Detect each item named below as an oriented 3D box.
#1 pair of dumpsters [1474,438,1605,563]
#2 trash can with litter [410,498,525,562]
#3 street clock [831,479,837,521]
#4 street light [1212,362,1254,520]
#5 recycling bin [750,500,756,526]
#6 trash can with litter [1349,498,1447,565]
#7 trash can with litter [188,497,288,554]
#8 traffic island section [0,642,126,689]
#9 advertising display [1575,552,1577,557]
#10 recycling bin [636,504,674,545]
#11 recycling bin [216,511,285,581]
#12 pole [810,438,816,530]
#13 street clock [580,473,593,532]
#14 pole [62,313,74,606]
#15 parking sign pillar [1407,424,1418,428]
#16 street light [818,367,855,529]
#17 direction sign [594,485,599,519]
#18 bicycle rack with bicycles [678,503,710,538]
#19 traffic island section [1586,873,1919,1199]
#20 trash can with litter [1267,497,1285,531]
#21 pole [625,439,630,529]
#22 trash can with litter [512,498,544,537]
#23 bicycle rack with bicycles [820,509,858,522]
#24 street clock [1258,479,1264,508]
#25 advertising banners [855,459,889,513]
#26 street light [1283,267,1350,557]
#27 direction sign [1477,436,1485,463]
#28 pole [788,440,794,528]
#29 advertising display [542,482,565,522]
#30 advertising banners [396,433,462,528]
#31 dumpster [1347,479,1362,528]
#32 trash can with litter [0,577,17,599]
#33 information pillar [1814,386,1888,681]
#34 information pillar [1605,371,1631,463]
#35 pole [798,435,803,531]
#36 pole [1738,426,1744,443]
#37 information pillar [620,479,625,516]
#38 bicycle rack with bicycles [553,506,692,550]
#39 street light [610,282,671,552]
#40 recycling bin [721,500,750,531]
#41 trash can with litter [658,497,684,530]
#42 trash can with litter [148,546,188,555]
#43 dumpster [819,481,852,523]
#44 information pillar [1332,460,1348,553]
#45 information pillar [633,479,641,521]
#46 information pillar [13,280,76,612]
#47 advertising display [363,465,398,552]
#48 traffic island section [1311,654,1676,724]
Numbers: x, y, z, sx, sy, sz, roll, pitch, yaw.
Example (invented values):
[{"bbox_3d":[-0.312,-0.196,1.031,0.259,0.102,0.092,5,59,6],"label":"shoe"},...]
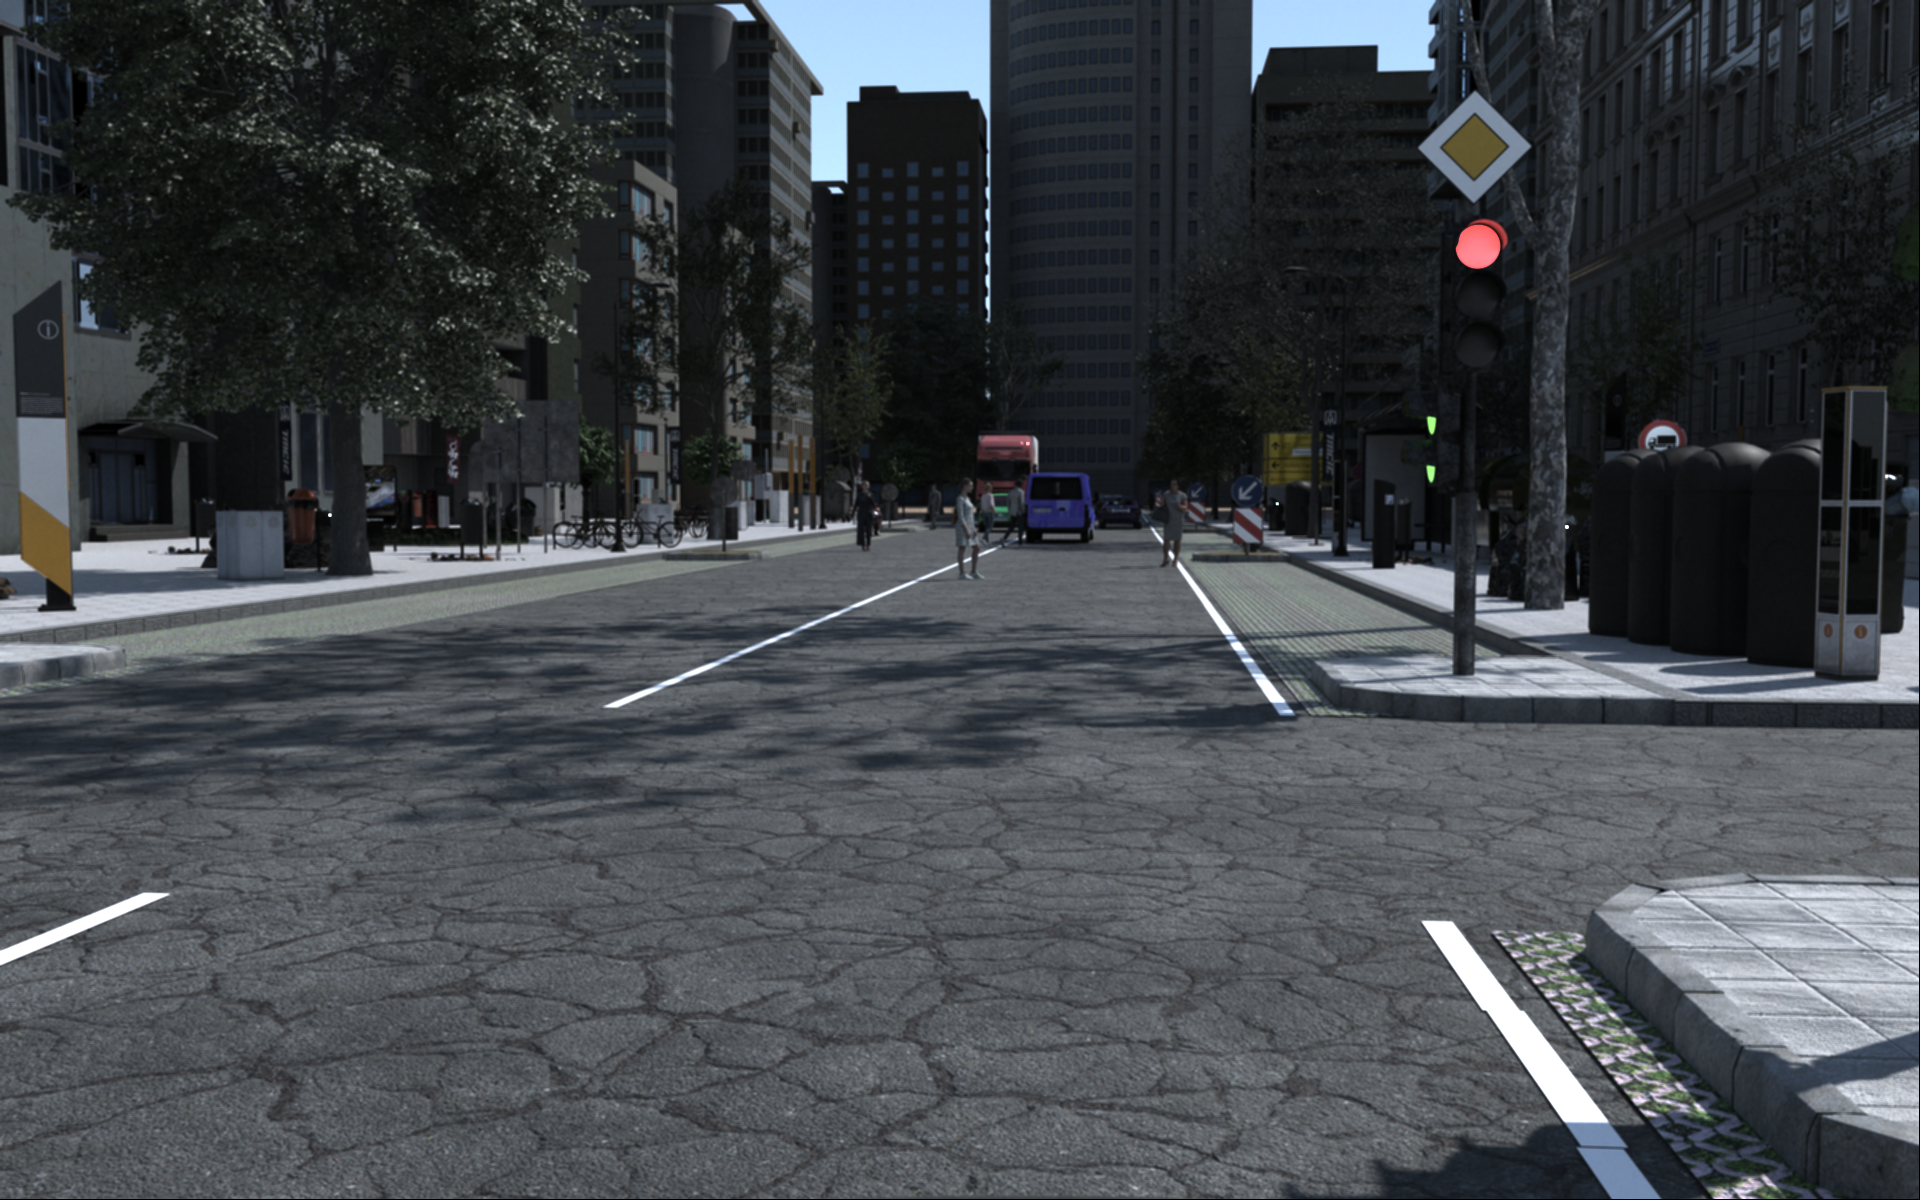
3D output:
[{"bbox_3d":[9.927,-1.697,30.248,1.574,2.255,4.437,0,4,5],"label":"pair of dumpsters"},{"bbox_3d":[-9.689,-1.379,33.606,2.233,1.210,1.678,2,4,30],"label":"trash can with litter"},{"bbox_3d":[-6.058,-4.798,83.022,0.358,2.002,0.471,-2,4,-28],"label":"street clock"},{"bbox_3d":[9.690,-5.387,60.623,1.470,5.913,1.316,0,4,5],"label":"street light"},{"bbox_3d":[-8.701,-3.534,70.341,0.722,1.027,0.722,0,4,1],"label":"recycling bin"},{"bbox_3d":[8.252,-1.296,32.242,1.678,1.210,2.233,0,4,1],"label":"trash can with litter"},{"bbox_3d":[-13.579,-1.398,33.914,1.678,1.210,2.233,3,5,42],"label":"trash can with litter"},{"bbox_3d":[-7.936,0.541,13.428,2.009,0.180,2.903,0,4,5],"label":"traffic island section"},{"bbox_3d":[12.408,-1.836,35.226,0.974,1.923,0.123,-2,4,-35],"label":"advertising display"},{"bbox_3d":[-7.809,-1.944,44.341,0.722,1.027,0.722,-3,5,-39],"label":"recycling bin"},{"bbox_3d":[-10.645,-0.821,25.980,0.722,1.027,0.722,3,5,40],"label":"recycling bin"},{"bbox_3d":[-5.324,-4.206,62.609,0.158,3.312,0.155,0,3,0],"label":"pole"},{"bbox_3d":[-12.567,-3.284,58.271,0.471,2.002,0.358,-1,4,-12],"label":"street clock"},{"bbox_3d":[-10.188,-1.573,19.566,0.158,3.312,0.155,0,3,0],"label":"pole"},{"bbox_3d":[16.928,-4.577,63.303,1.447,3.967,1.447,2,4,31],"label":"parking sign pillar"},{"bbox_3d":[-4.521,-5.565,63.527,1.470,5.913,1.316,0,4,5],"label":"street light"},{"bbox_3d":[-18.852,-5.991,89.948,0.379,3.537,0.876,0,4,1],"label":"direction sign"},{"bbox_3d":[-8.261,-2.311,51.168,2.852,0.926,2.925,3,5,43],"label":"bicycle rack with bicycles"},{"bbox_3d":[2.834,1.096,4.365,2.009,0.180,2.903,0,4,5],"label":"traffic island section"},{"bbox_3d":[11.127,-2.955,59.706,1.055,1.170,0.624,2,4,25],"label":"trash can with litter"},{"bbox_3d":[-12.306,-4.298,64.117,0.158,3.312,0.155,0,3,0],"label":"pole"},{"bbox_3d":[-12.980,-2.494,52.157,0.624,1.170,1.055,1,4,15],"label":"trash can with litter"},{"bbox_3d":[-5.798,-4.104,80.486,2.925,0.926,2.852,-1,4,-11],"label":"bicycle rack with bicycles"},{"bbox_3d":[14.869,-4.974,85.891,0.471,2.002,0.358,0,4,-6],"label":"street clock"},{"bbox_3d":[-4.369,-5.480,85.784,2.074,3.025,0.090,2,4,34],"label":"advertising banners"},{"bbox_3d":[7.319,-3.855,35.574,1.470,5.913,1.316,0,4,5],"label":"street light"},{"bbox_3d":[20.222,-4.619,67.510,0.379,3.537,0.876,-1,4,-9],"label":"direction sign"},{"bbox_3d":[-6.378,-4.379,65.433,0.158,3.312,0.155,0,3,0],"label":"pole"},{"bbox_3d":[-17.330,-4.198,73.850,0.974,1.923,0.123,0,4,7],"label":"advertising display"},{"bbox_3d":[-15.203,-3.263,49.540,2.074,3.025,0.090,-3,4,-38],"label":"advertising banners"},{"bbox_3d":[15.374,-3.683,65.972,1.264,1.857,1.865,0,4,5],"label":"dumpster"},{"bbox_3d":[-12.094,-0.597,21.150,1.055,1.170,0.624,0,4,0],"label":"trash can with litter"},{"bbox_3d":[6.159,-0.458,11.977,0.304,2.012,0.304,0,4,-7],"label":"information pillar"},{"bbox_3d":[12.564,-2.560,33.219,0.183,3.616,0.504,-1,4,-19],"label":"information pillar"},{"bbox_3d":[-5.487,-4.018,59.532,0.158,3.312,0.155,0,3,0],"label":"pole"},{"bbox_3d":[23.250,-3.535,51.641,0.158,3.312,0.155,0,3,0],"label":"pole"},{"bbox_3d":[-16.952,-5.050,87.066,0.304,2.012,0.304,2,4,35],"label":"information pillar"},{"bbox_3d":[-8.389,-1.680,40.847,2.925,0.926,2.852,1,4,20],"label":"bicycle rack with bicycles"},{"bbox_3d":[-7.038,-4.014,38.164,1.470,5.913,1.316,0,4,5],"label":"street light"},{"bbox_3d":[-7.941,-2.956,60.887,0.722,1.027,0.722,1,4,10],"label":"recycling bin"},{"bbox_3d":[-10.382,-3.112,62.264,1.055,1.170,0.624,0,4,-3],"label":"trash can with litter"},{"bbox_3d":[-16.508,-1.613,37.430,2.233,1.210,1.678,1,4,23],"label":"trash can with litter"},{"bbox_3d":[-5.617,-4.405,77.778,1.264,1.857,1.865,0,4,5],"label":"dumpster"},{"bbox_3d":[8.288,-2.036,37.789,0.304,2.012,0.304,1,4,18],"label":"information pillar"},{"bbox_3d":[-15.395,-4.775,82.567,0.304,2.012,0.304,0,4,2],"label":"information pillar"},{"bbox_3d":[-9.984,-1.683,18.869,0.504,3.616,0.183,-3,5,-41],"label":"information pillar"},{"bbox_3d":[-13.039,-2.041,38.590,0.974,1.923,0.123,0,4,-7],"label":"advertising display"},{"bbox_3d":[3.602,0.610,12.313,2.009,0.180,2.903,0,4,5],"label":"traffic island section"}]
